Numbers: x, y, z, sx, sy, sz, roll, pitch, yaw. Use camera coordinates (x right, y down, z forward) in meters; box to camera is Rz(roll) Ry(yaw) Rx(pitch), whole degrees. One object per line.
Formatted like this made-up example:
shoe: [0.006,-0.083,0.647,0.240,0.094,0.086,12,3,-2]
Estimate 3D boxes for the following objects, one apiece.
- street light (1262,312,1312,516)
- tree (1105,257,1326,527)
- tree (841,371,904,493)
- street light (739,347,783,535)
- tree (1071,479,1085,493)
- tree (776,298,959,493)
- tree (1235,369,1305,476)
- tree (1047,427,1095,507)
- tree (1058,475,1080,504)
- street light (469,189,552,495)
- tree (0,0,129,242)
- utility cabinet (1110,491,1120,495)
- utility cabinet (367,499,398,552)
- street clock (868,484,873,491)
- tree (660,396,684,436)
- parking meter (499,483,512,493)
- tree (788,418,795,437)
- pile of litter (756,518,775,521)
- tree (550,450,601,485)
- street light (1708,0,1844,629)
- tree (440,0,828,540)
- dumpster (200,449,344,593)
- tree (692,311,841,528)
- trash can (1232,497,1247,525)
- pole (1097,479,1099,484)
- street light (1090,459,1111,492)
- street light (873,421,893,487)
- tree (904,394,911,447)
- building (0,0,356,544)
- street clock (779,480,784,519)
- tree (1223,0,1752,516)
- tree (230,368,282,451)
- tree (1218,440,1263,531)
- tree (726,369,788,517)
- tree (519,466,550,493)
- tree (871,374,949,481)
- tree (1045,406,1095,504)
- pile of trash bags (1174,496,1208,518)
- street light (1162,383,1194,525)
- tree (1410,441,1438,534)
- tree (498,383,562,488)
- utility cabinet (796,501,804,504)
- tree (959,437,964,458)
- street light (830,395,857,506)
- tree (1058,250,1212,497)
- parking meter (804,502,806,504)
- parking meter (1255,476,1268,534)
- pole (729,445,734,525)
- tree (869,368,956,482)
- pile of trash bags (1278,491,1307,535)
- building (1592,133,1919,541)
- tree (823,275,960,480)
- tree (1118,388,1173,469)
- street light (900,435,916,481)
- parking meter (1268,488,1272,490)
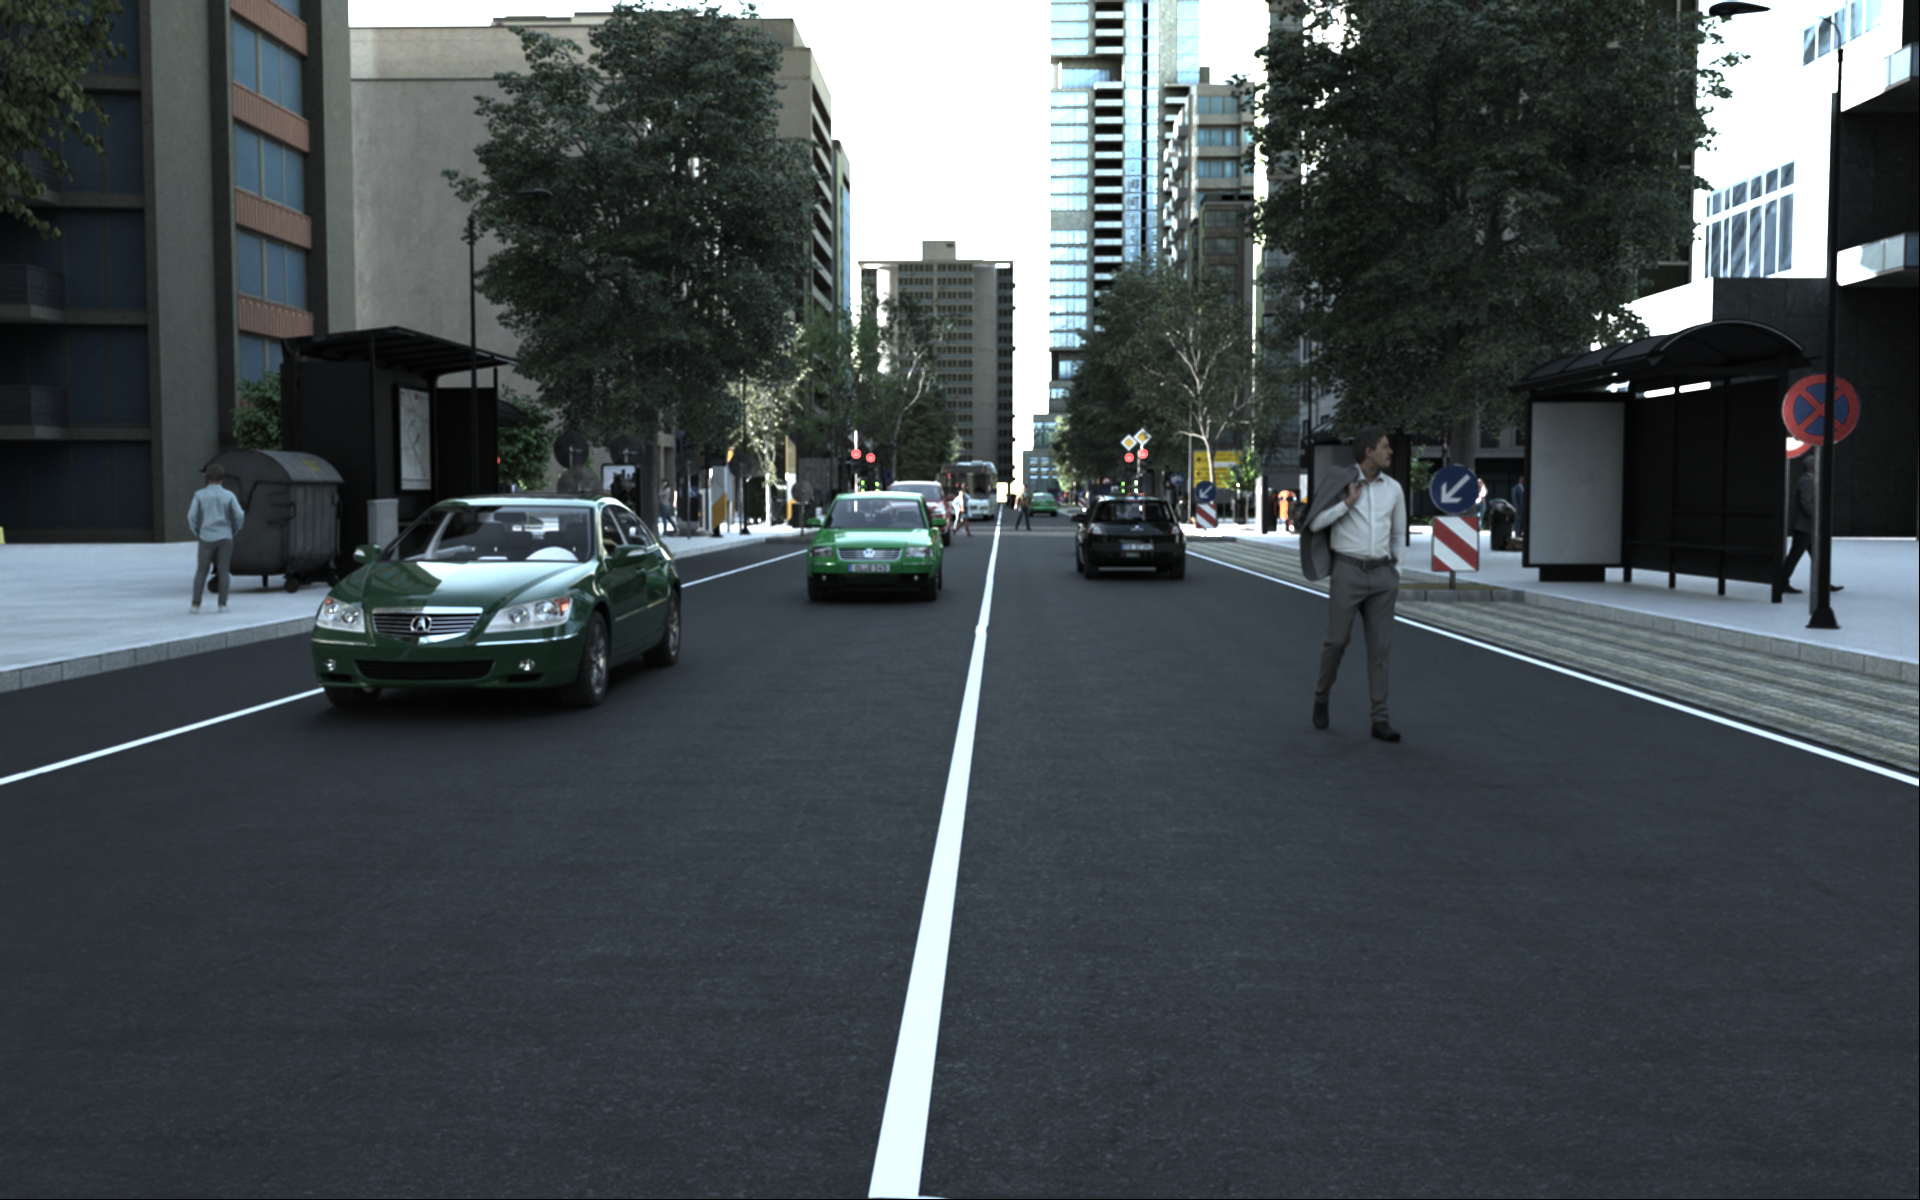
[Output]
street light: [8.414,-4.392,44.355,1.470,5.913,1.316,0,4,1]
tree: [9.967,-8.141,67.516,8.767,10.594,7.601,0,4,1]
tree: [-6.375,-9.247,101.556,4.360,8.622,3.978,0,3,0]
street light: [-6.270,-5.029,54.769,1.470,5.913,1.316,0,4,1]
tree: [13.916,-12.776,203.490,1.663,3.219,1.824,0,3,0]
tree: [-6.287,-10.208,92.648,9.928,11.665,9.643,0,3,0]
tree: [17.418,-9.120,99.467,4.360,8.622,3.978,0,3,0]
tree: [12.875,-14.586,172.891,8.767,10.594,7.601,-1,4,-11]
tree: [14.805,-15.225,232.640,4.285,4.588,4.351,0,3,0]
street light: [-6.918,-3.304,26.563,1.470,5.913,1.316,0,4,1]
tree: [-8.881,-3.950,14.947,4.737,8.622,4.395,0,3,0]
utility cabinet: [11.133,-7.242,127.083,1.173,1.500,0.318,1,4,10]
utility cabinet: [-7.567,-0.706,22.700,0.306,1.237,1.020,-2,4,-24]
street clock: [-6.277,-7.183,122.005,0.471,2.002,0.358,-1,4,-17]
tree: [-12.363,-8.245,85.170,4.360,8.622,3.978,0,3,0]
parking meter: [-10.477,-1.920,39.808,0.372,1.533,0.369,0,3,0]
tree: [-13.154,-10.214,117.363,4.737,8.622,4.395,0,3,0]
pile of litter: [-9.344,-4.215,82.876,1.176,0.858,1.719,0,4,-8]
tree: [-13.347,-4.111,61.814,1.663,3.219,1.824,0,3,0]
street light: [7.747,-2.687,16.471,1.470,5.913,1.316,0,4,1]
tree: [-7.748,-8.304,42.430,9.857,13.997,8.962,0,3,0]
dumpster: [-9.147,-1.059,23.074,1.264,1.857,1.865,0,4,1]
tree: [-7.363,-6.983,64.527,4.360,8.622,3.978,0,3,0]
trash can: [11.673,-3.701,72.164,0.748,1.137,0.748,0,3,0]
pole: [11.863,-9.483,148.892,0.158,3.312,0.155,0,3,0]
street light: [10.591,-9.534,128.422,1.470,5.913,1.316,0,4,1]
street light: [-4.946,-8.378,109.527,1.470,5.913,1.316,0,4,1]
tree: [-5.426,-10.304,118.831,4.360,8.622,3.978,0,3,0]
building: [-32.558,-24.244,51.016,28.867,44.769,22.147,0,4,1]
street clock: [-9.011,-5.064,87.362,0.358,2.002,0.471,-1,4,-14]
tree: [9.392,-7.688,32.361,9.857,13.997,8.962,0,3,0]
tree: [-15.527,-3.483,40.660,4.285,4.588,4.351,0,3,0]
tree: [10.251,-4.082,61.341,1.663,3.219,1.824,0,3,0]
tree: [-12.370,-8.952,96.735,4.737,8.622,4.395,0,3,0]
tree: [-15.899,-4.221,63.612,1.663,3.219,1.824,0,3,0]
tree: [-4.917,-15.077,164.635,7.486,12.596,7.792,0,3,0]
tree: [14.668,-18.407,219.074,7.486,12.596,7.792,0,3,0]
pile of trash bags: [11.575,-4.606,85.063,1.912,1.369,3.447,1,4,19]
street light: [9.077,-6.098,72.240,1.470,5.913,1.316,0,4,1]
tree: [14.428,-3.758,56.048,1.663,3.219,1.824,0,3,0]
tree: [-13.383,-4.135,51.329,4.285,4.588,4.351,0,3,0]
utility cabinet: [-7.877,-4.515,84.985,0.306,1.237,1.020,2,4,31]
tree: [-3.184,-18.243,224.026,9.928,11.665,9.643,0,3,0]
street light: [-5.543,-6.673,81.641,1.470,5.913,1.316,0,4,1]
tree: [10.421,-11.216,90.044,9.857,13.997,8.962,0,3,0]
parking meter: [-7.255,-4.512,82.184,0.372,1.533,0.369,0,3,0]
parking meter: [9.611,-3.025,55.177,0.255,1.863,0.399,-2,4,-27]
pole: [-9.486,-4.772,71.870,0.158,3.312,0.155,0,3,0]
tree: [-4.650,-16.395,174.716,9.857,13.997,8.962,0,3,0]
pile of trash bags: [11.210,-2.780,55.206,1.912,1.369,3.447,-2,4,-24]
building: [33.368,-44.728,43.972,22.319,86.520,31.000,0,4,1]
tree: [-6.095,-17.953,149.423,12.611,20.169,13.585,0,3,0]
tree: [11.832,-9.949,113.024,4.360,8.622,3.978,0,3,0]
street light: [-4.195,-10.084,137.409,1.470,5.913,1.316,0,4,1]
parking meter: [12.980,-3.953,73.046,0.372,1.533,0.369,0,3,0]
